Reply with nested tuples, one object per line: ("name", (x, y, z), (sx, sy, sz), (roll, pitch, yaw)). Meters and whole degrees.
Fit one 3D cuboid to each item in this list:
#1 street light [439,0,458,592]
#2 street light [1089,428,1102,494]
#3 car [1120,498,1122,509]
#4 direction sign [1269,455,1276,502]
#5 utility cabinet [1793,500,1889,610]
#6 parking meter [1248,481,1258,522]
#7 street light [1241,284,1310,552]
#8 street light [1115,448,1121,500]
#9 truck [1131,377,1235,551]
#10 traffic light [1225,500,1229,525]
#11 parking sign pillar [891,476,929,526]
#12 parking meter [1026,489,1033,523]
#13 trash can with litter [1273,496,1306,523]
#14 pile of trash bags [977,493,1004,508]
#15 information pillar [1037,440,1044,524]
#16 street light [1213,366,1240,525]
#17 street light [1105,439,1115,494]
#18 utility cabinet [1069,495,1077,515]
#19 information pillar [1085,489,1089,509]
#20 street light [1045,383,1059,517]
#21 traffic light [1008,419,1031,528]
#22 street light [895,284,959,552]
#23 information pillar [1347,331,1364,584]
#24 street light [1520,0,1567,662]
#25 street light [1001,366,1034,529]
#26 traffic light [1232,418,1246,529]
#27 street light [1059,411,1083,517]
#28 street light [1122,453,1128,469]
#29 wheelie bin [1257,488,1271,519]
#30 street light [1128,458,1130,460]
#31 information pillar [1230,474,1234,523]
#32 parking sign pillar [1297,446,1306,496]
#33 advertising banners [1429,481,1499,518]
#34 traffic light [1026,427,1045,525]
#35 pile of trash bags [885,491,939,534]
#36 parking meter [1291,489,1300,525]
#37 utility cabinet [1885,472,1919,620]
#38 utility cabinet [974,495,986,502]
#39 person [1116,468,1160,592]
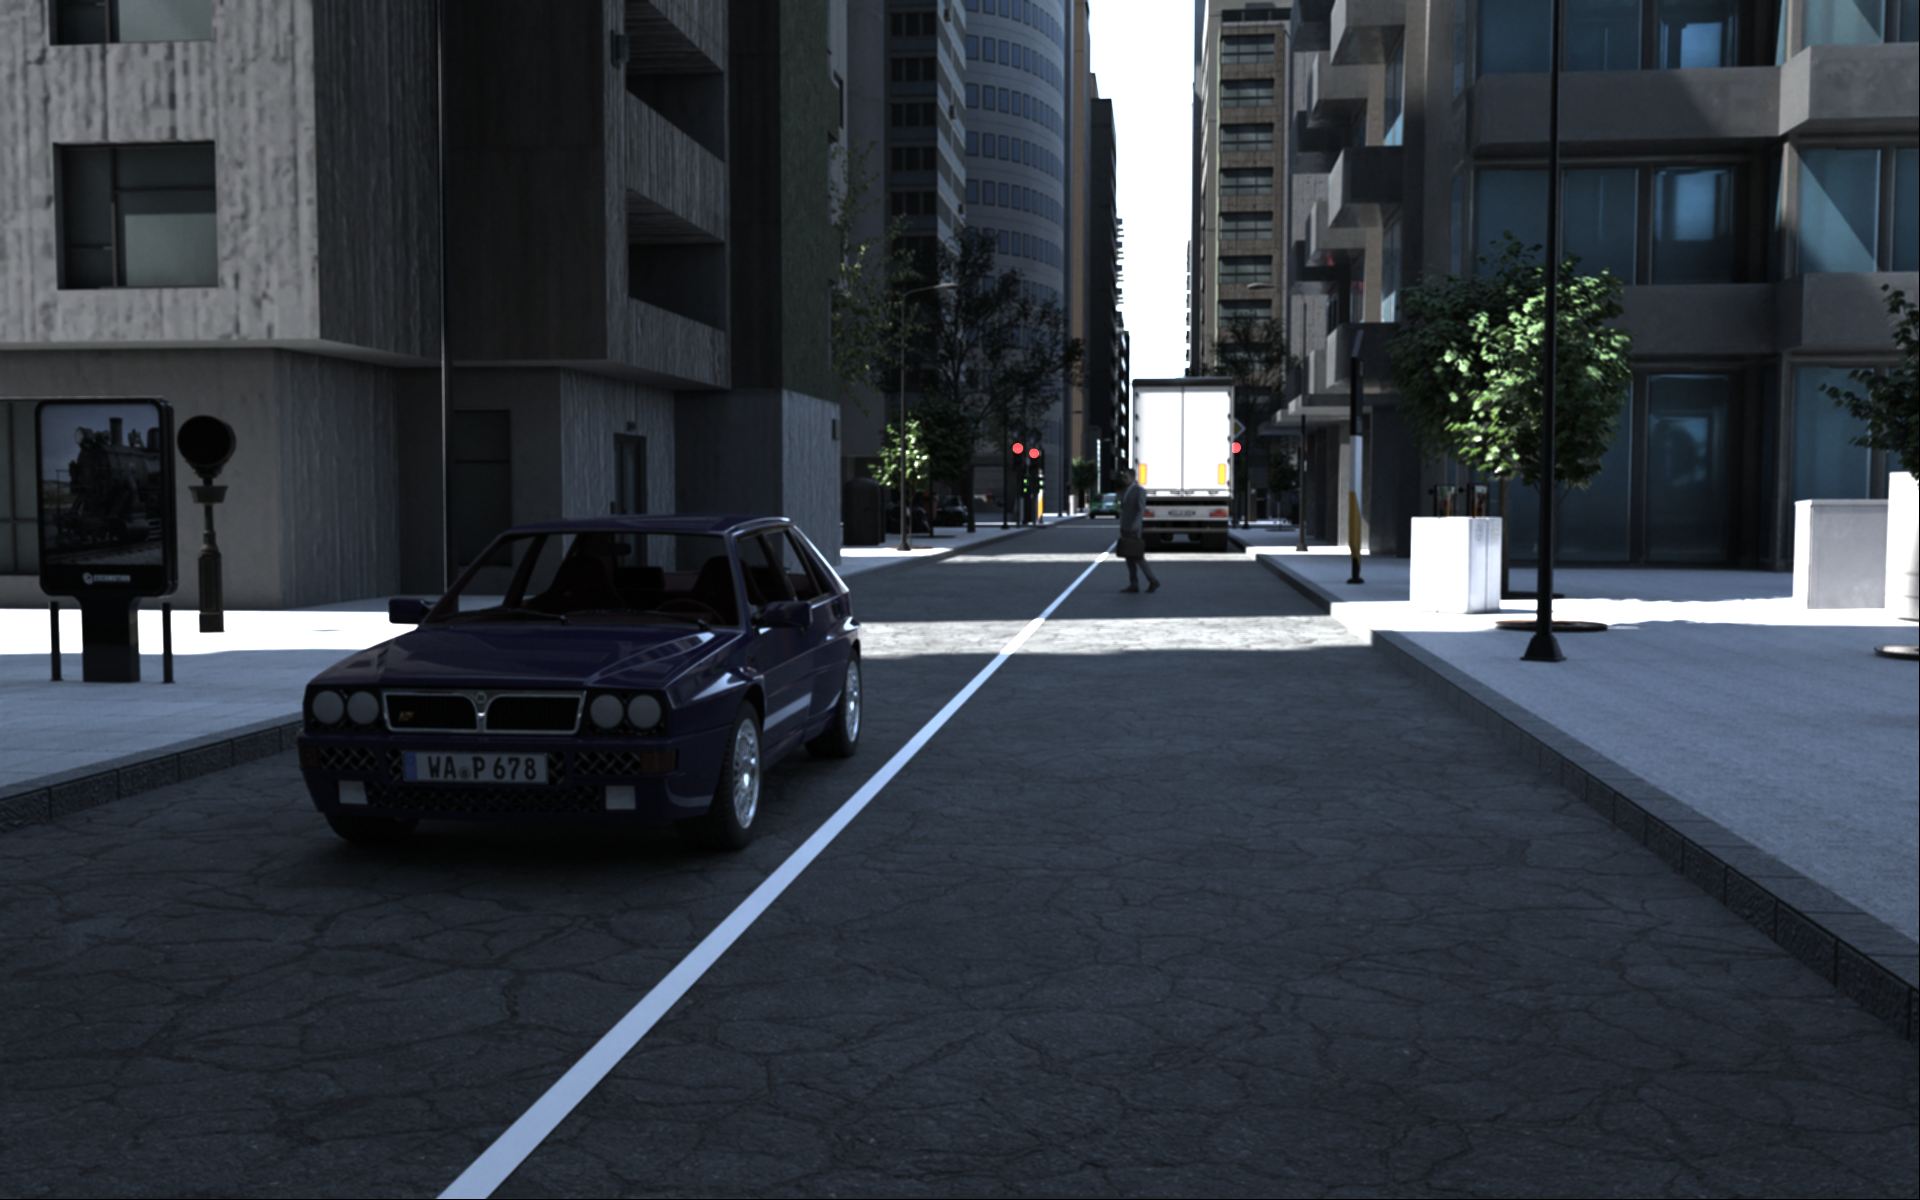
("street light", (-3.711, -2.551, 14.253), (1.470, 5.913, 1.316), (0, 4, 7))
("street light", (9.101, -9.141, 121.999), (1.470, 5.913, 1.316), (0, 4, 7))
("car", (16.041, -9.228, 162.873), (2.014, 1.417, 4.499), (1, 4, 9))
("direction sign", (18.268, -6.622, 100.263), (0.876, 3.537, 0.379), (-1, 4, -12))
("utility cabinet", (9.843, -0.498, 19.302), (1.020, 1.237, 0.306), (0, 4, -8))
("parking meter", (13.228, -4.436, 78.237), (0.399, 1.863, 0.255), (0, 4, -4))
("street light", (7.047, -4.023, 38.309), (1.470, 5.913, 1.316), (0, 4, 7))
("street light", (15.151, -12.261, 173.008), (1.470, 5.913, 1.316), (0, 4, 7))
("truck", (6.015, -3.562, 47.160), (2.839, 4.237, 11.283), (0, 4, 7))
("traffic light", (11.053, -5.065, 71.738), (0.839, 4.253, 0.868), (0, 4, 7))
("parking sign pillar", (-1.877, -4.618, 63.973), (1.447, 3.967, 1.447), (1, 4, 9))
("parking meter", (3.070, -4.236, 77.664), (0.372, 1.533, 0.369), (0, 3, 0))
("trash can with litter", (14.981, -3.996, 76.390), (2.233, 1.210, 1.678), (2, 4, 28))
("pile of trash bags", (1.765, -5.816, 104.850), (1.912, 1.369, 3.447), (0, 4, -1))
("information pillar", (3.544, -5.140, 75.387), (0.183, 3.616, 0.504), (-1, 4, -17))
("street light", (9.895, -5.534, 63.021), (1.470, 5.913, 1.316), (0, 4, 7))
("street light", (12.347, -10.765, 148.551), (1.470, 5.913, 1.316), (0, 4, 7))
("utility cabinet", (6.995, -5.878, 107.270), (0.306, 1.237, 1.020), (1, 4, 15))
("information pillar", (10.841, -8.755, 147.636), (0.304, 2.012, 0.304), (0, 4, -4))
("street light", (3.261, -6.116, 72.533), (1.470, 5.913, 1.316), (0, 4, 7))
("traffic light", (2.205, -4.636, 64.727), (0.839, 4.253, 0.868), (0, 4, 7))
("street light", (-0.718, -4.030, 38.437), (1.470, 5.913, 1.316), (0, 4, 7))
("information pillar", (5.656, -2.041, 24.727), (0.183, 3.616, 0.504), (2, 4, 24))
("street light", (3.976, -2.492, 13.285), (1.470, 5.913, 1.316), (0, 4, 7))
("street light", (2.191, -5.533, 63.002), (1.470, 5.913, 1.316), (0, 4, 7))
("traffic light", (10.113, -4.580, 63.808), (0.839, 4.253, 0.868), (0, 4, 7))
("street light", (6.160, -7.613, 97.018), (1.470, 5.913, 1.316), (0, 4, 7))
("street light", (18.115, -13.773, 197.735), (1.470, 5.913, 1.316), (0, 4, 7))
("wheelie bin", (15.277, -4.869, 87.520), (0.980, 1.594, 0.693), (2, 4, 33))
("street light", (21.969, -15.819, 231.180), (1.470, 5.913, 1.316), (0, 4, 7))
("information pillar", (12.015, -5.181, 76.067), (0.183, 3.616, 0.504), (-1, 4, -15))
("parking sign pillar", (19.332, -6.573, 95.934), (1.447, 3.967, 1.447), (1, 4, 16))
("advertising banners", (7.435, -1.756, 24.900), (2.074, 3.025, 0.090), (-3, 4, -37))
("traffic light", (3.145, -5.121, 72.656), (0.839, 4.253, 0.868), (0, 4, 7))
("pile of trash bags", (-1.771, -2.877, 56.787), (1.912, 1.369, 3.447), (2, 4, 32))
("parking meter", (13.904, -3.872, 71.712), (0.372, 1.533, 0.369), (0, 3, 0))
("utility cabinet", (9.768, -0.525, 17.270), (0.318, 1.500, 1.173), (0, 4, -6))
("utility cabinet", (1.164, -5.918, 107.925), (1.020, 1.237, 0.306), (-1, 4, -11))
("person", (2.504, -1.015, 25.223), (0.853, 1.813, 0.709), (-2, 4, -32))
